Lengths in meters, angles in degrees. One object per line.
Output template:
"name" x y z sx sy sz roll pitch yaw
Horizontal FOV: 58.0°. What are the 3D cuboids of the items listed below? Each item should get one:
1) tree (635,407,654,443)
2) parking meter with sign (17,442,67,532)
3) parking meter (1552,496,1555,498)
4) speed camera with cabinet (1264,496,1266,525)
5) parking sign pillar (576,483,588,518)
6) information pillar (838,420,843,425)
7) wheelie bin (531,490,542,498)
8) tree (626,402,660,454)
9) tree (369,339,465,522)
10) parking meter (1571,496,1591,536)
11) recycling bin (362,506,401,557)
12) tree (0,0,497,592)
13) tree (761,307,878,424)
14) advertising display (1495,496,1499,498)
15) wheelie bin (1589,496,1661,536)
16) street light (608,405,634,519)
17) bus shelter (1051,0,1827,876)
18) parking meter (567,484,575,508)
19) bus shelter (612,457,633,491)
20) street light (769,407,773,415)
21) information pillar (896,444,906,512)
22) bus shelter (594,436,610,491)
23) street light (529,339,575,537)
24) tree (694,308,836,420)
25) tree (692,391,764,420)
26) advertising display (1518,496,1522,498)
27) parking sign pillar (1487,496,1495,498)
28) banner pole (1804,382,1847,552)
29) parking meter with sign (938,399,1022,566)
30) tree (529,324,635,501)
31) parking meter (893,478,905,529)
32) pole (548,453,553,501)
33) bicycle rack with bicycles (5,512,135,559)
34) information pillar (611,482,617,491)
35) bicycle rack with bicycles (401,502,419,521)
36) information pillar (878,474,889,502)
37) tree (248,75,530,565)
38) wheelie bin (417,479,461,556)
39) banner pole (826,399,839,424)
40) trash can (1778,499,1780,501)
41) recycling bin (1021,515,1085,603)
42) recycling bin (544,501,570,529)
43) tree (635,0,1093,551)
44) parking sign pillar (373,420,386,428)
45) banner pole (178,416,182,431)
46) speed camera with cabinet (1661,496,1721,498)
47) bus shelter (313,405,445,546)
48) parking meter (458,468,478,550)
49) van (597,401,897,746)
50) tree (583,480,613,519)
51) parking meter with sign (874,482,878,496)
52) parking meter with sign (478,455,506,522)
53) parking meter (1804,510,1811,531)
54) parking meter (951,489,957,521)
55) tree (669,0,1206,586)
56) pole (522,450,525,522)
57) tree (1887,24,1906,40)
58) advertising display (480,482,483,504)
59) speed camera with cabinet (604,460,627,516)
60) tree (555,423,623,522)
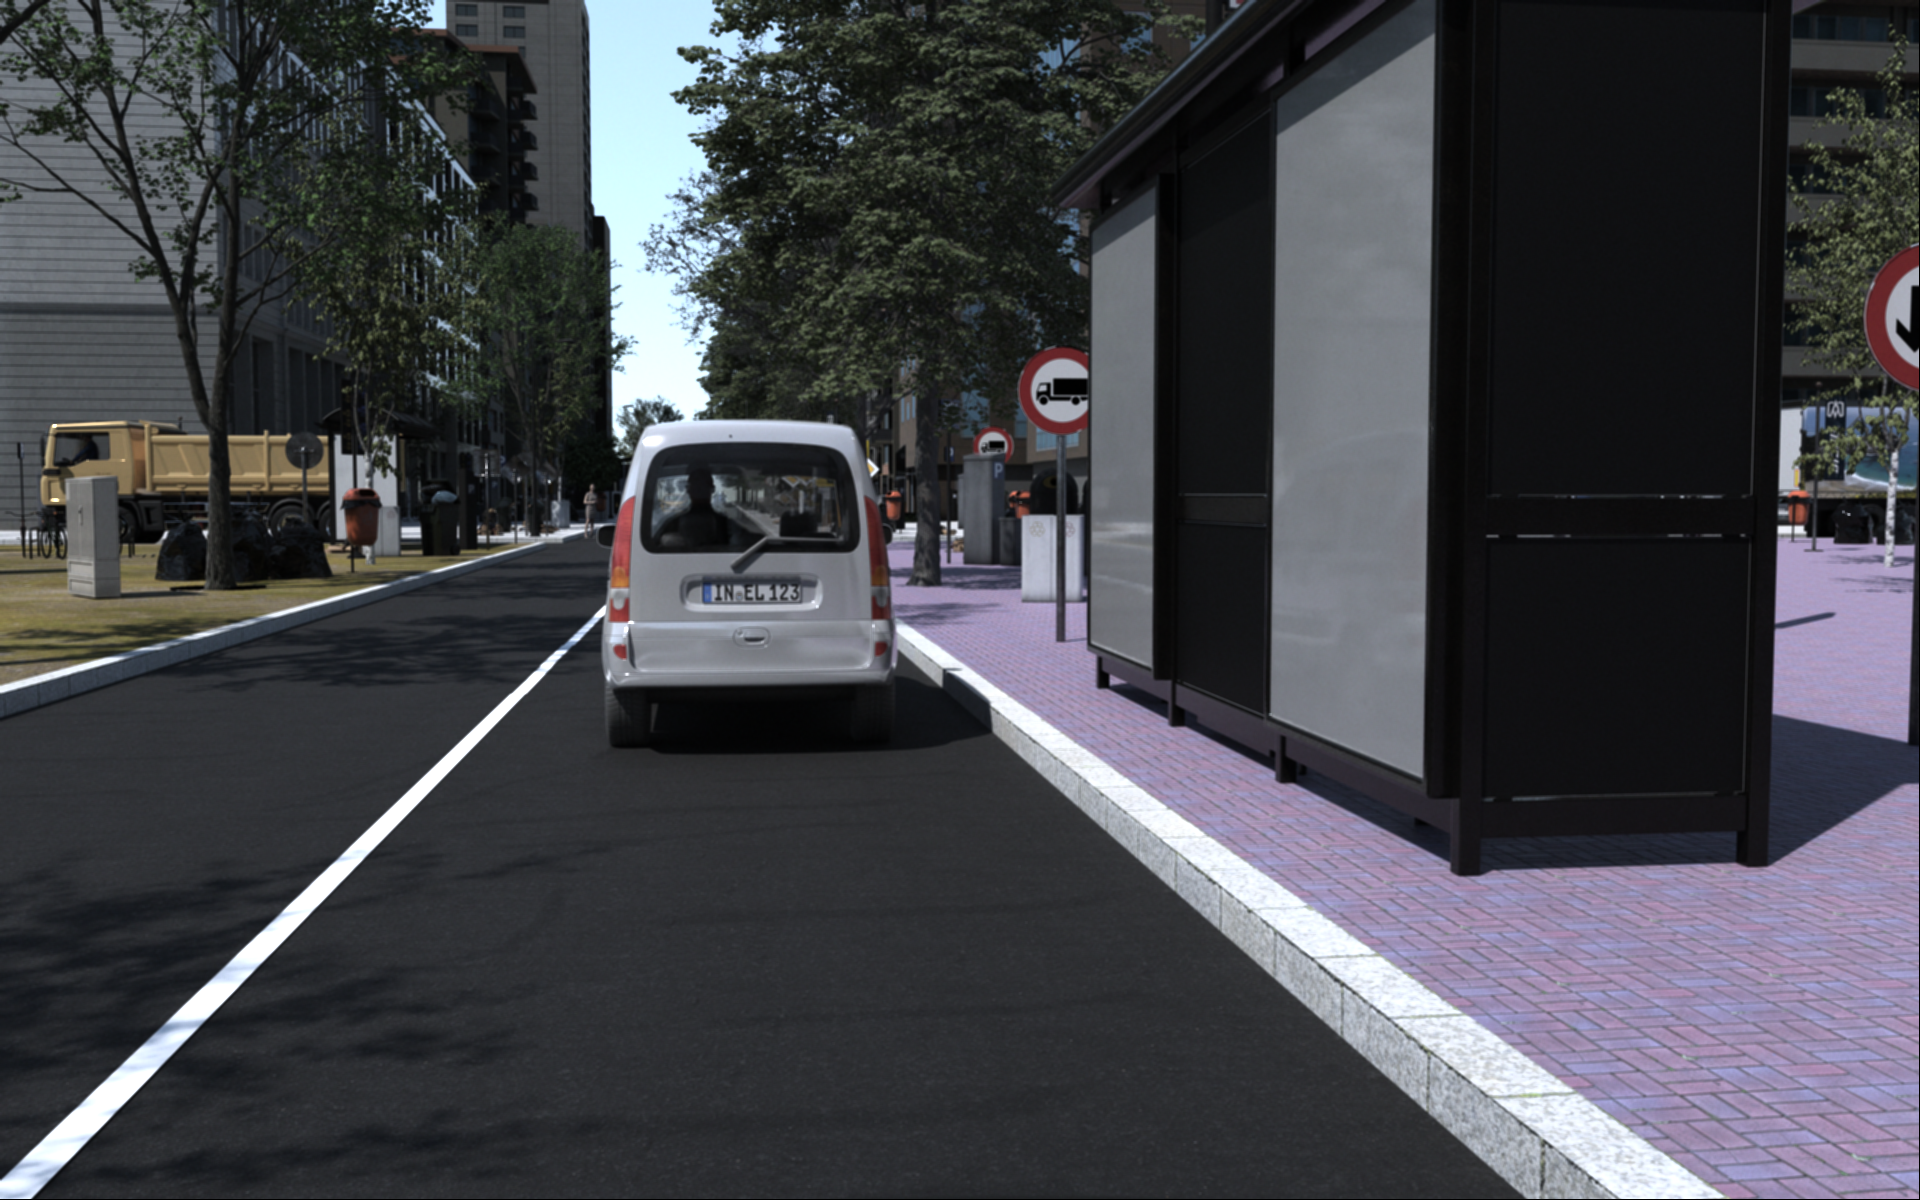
"tree" -27.244 -11.921 145.268 4.737 8.622 4.395 0 3 0
"parking meter with sign" -30.889 -3.821 58.732 1.738 3.016 0.543 -1 4 -18
"parking meter" 26.605 -4.211 77.257 0.372 1.533 0.369 0 3 0
"speed camera with cabinet" 7.970 -3.071 44.554 2.038 3.252 0.660 -3 4 -38
"parking sign pillar" -19.717 -6.324 91.868 1.447 3.967 1.447 1 4 19
"information pillar" -3.582 -3.792 53.357 0.504 3.616 0.183 0 4 1
"wheelie bin" -27.792 -6.472 113.732 0.980 1.594 0.693 3 4 36
"tree" -24.827 -11.465 137.807 4.360 8.622 3.978 0 3 0
"tree" -24.813 -7.840 78.549 4.360 8.622 3.978 0 3 0
"parking meter" 9.836 -1.157 27.331 0.372 1.533 0.369 0 3 0
"recycling bin" -11.900 -1.409 35.596 0.722 1.027 0.722 -1 4 -22
"tree" -9.991 -5.932 22.750 9.928 11.665 9.643 0 3 0
"tree" -5.034 -6.713 60.125 4.360 8.622 3.978 0 3 0
"advertising display" 30.123 -5.548 95.919 0.974 1.923 0.123 2 4 28
"wheelie bin" 8.235 -0.833 21.536 0.693 1.594 0.980 -2 4 -25
"street light" -17.672 -7.197 90.219 1.470 5.913 1.316 0 4 -8
"bus shelter" 1.883 -1.978 9.980 2.179 5.291 8.768 0 4 -8
"parking meter" -23.346 -6.007 103.922 0.255 1.863 0.399 2 4 28
"bus shelter" -21.025 -7.254 109.887 1.731 3.624 6.357 0 4 -8
"street light" -10.201 -7.150 89.441 1.470 5.913 1.316 0 4 -8
"information pillar" -2.773 -5.510 81.441 0.504 3.616 0.183 -1 4 -22
"bus shelter" -24.462 -8.676 119.490 2.179 5.291 8.768 0 4 -8
"street light" -12.239 -4.859 51.991 1.470 5.913 1.316 0 4 -8
"tree" -12.216 -12.373 108.955 9.857 13.997 8.962 0 3 0
"tree" -34.799 -25.124 266.667 12.611 20.169 13.585 0 3 0
"advertising display" 24.764 -4.420 77.484 0.123 1.923 0.974 -2 4 -25
"parking sign pillar" 36.090 -7.946 118.384 1.447 3.967 1.447 -1 4 -8
"banner pole" 19.384 -2.979 38.730 0.863 3.779 0.401 0 4 2
"parking meter with sign" 0.430 -2.149 31.390 1.738 3.016 0.543 3 5 39
"tree" -17.024 -7.484 72.732 4.737 8.622 4.395 0 3 0
"parking meter" -2.222 -3.524 63.337 0.255 1.863 0.399 3 5 41
"pole" -20.439 -5.667 86.506 0.158 3.312 0.155 0 3 0
"bicycle rack with bicycles" -17.919 -1.327 35.086 2.852 0.926 2.925 -1 4 -22
"information pillar" -21.046 -6.157 105.166 0.304 2.012 0.304 1 4 15
"bicycle rack with bicycles" -25.334 -4.242 82.743 2.925 0.926 2.852 -3 5 -41
"information pillar" -2.856 -3.670 64.490 0.304 2.012 0.304 -2 4 -25
"tree" -10.514 -4.955 31.371 4.737 8.622 4.395 0 3 0
"wheelie bin" -10.793 -1.712 35.907 0.980 1.594 0.693 2 4 28
"banner pole" -3.348 -3.407 45.721 0.401 3.779 0.863 -2 4 -29
"trash can" 22.298 -2.223 47.999 0.748 1.137 0.748 0 3 0
"recycling bin" 1.122 -0.504 20.795 0.722 1.027 0.722 0 4 6
"recycling bin" -15.062 -3.189 64.700 0.722 1.027 0.722 1 4 18
"tree" -2.124 -7.872 39.085 12.009 13.543 11.850 0 3 0
"parking sign pillar" -18.643 -4.042 54.554 1.447 3.967 1.447 0 4 4
"banner pole" -25.049 -4.015 55.668 0.401 3.779 0.863 -1 4 -17
"speed camera with cabinet" 26.592 -4.201 63.014 0.660 3.252 2.038 -3 4 -37
"bus shelter" -13.790 -2.912 41.529 2.014 3.302 5.546 0 4 -8
"parking meter" -11.297 -2.083 39.771 0.255 1.863 0.399 2 4 29
"van" -1.386 -0.262 11.300 2.013 2.044 4.112 0 4 -8
"tree" -18.407 -5.690 87.635 1.663 3.219 1.824 0 3 0
"parking meter with sign" -5.146 -7.069 111.839 1.738 3.016 0.543 1 4 13
"parking meter with sign" -21.207 -5.019 78.324 1.738 3.016 0.543 3 5 43
"parking meter" 29.231 -3.126 59.516 0.372 1.533 0.369 0 3 0
"parking meter" -0.303 -4.458 81.300 0.372 1.533 0.369 0 3 0
"tree" -0.385 -6.503 24.451 7.486 12.596 7.792 0 3 0
"pole" -20.238 -5.294 80.403 0.158 3.312 0.155 0 3 0
"tree" 12.416 -4.340 21.318 4.737 8.622 4.395 0 3 0
"advertising display" -26.096 -5.504 95.205 0.123 1.923 0.974 1 4 14
"speed camera with cabinet" -19.762 -6.491 100.456 0.660 3.252 2.038 2 4 28
"tree" -16.973 -5.864 79.592 4.285 4.588 4.351 0 3 0
